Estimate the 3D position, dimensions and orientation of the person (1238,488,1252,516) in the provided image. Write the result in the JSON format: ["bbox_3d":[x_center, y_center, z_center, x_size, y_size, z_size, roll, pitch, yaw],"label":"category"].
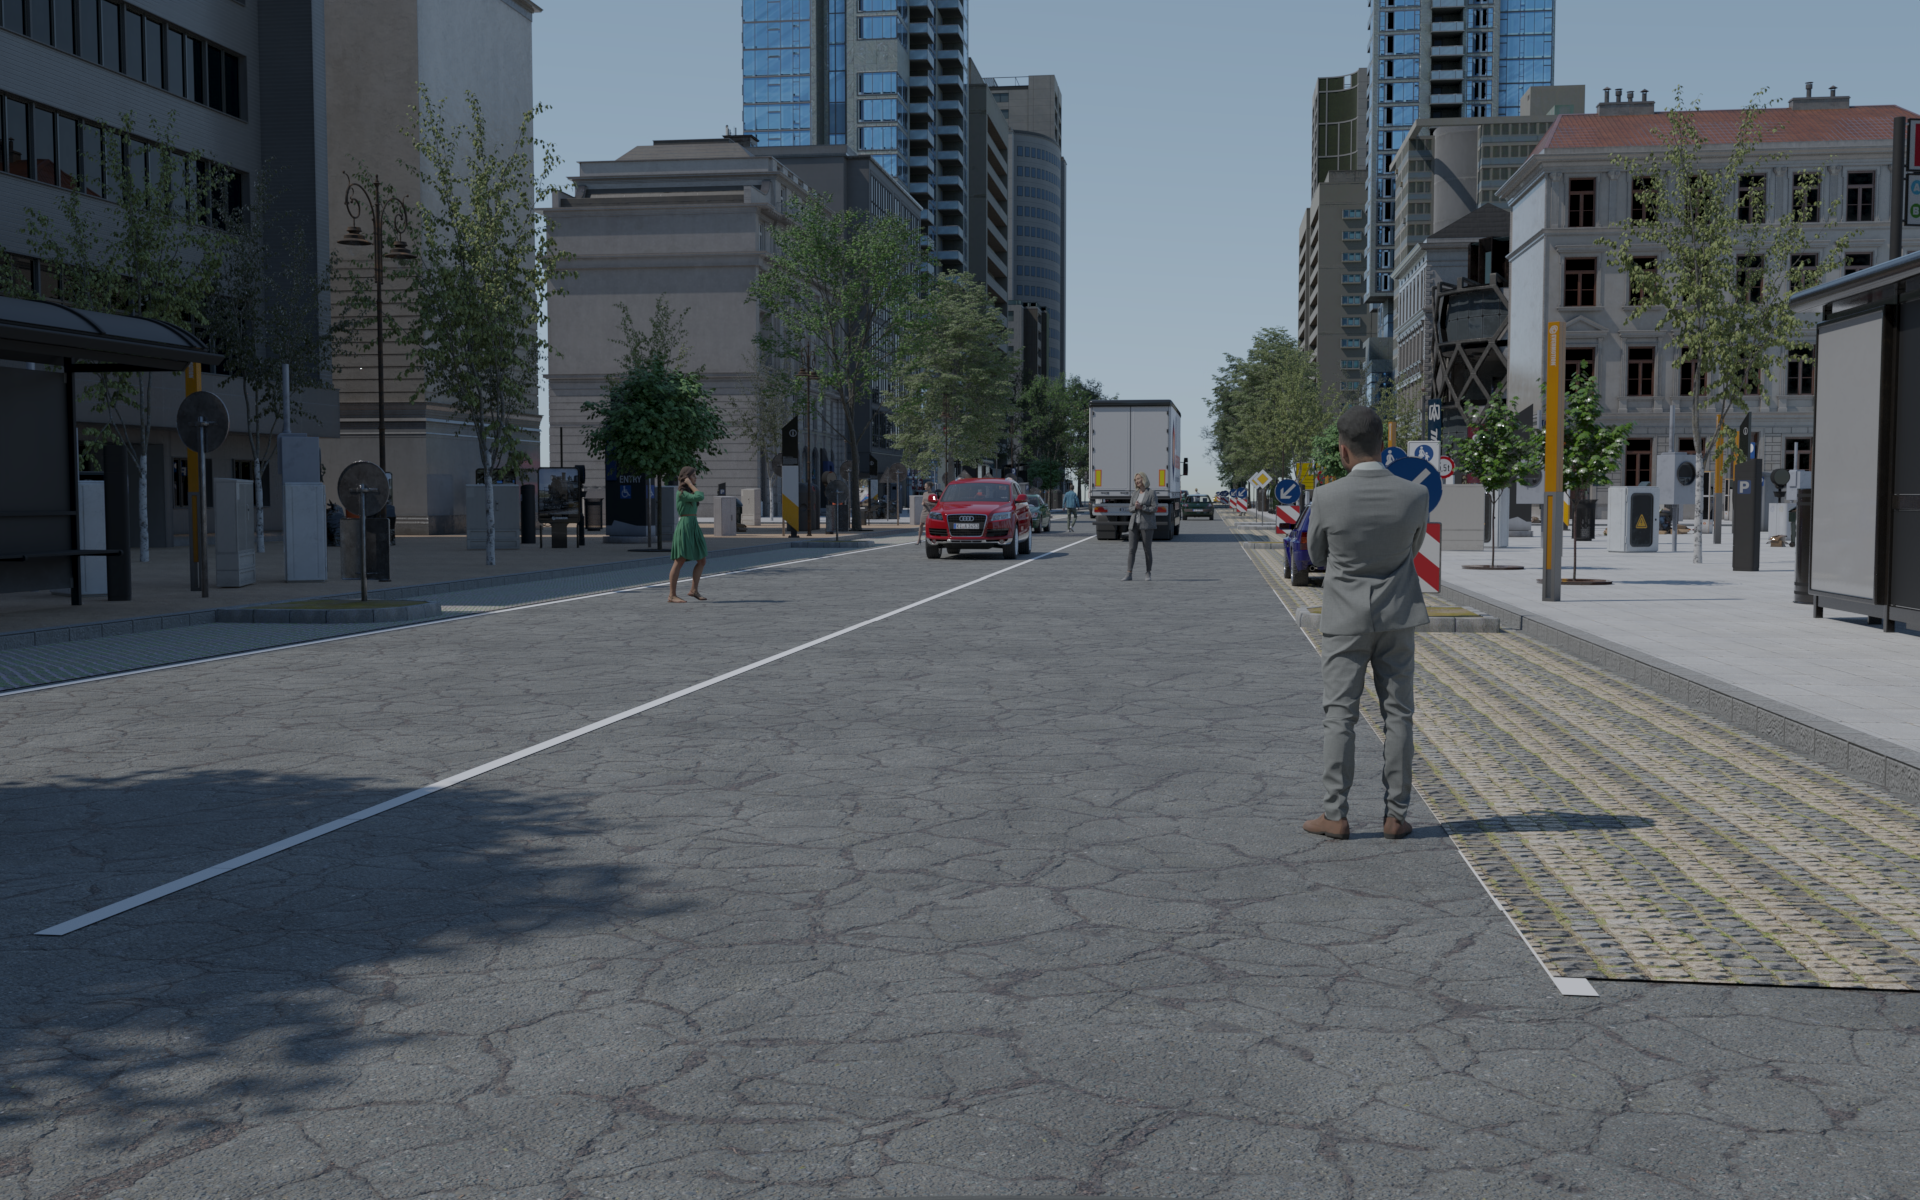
[{"bbox_3d":[17.585,-5.996,106.647,0.853,1.813,0.709,0,4,-2],"label":"person"}]

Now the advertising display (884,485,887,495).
[{"bbox_3d":[-5.197,-7.051,120.501,0.123,1.923,0.974,0,4,-6],"label":"advertising display"}]

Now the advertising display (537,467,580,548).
[{"bbox_3d":[-9.512,-2.193,41.069,0.974,1.923,0.123,-1,4,-14],"label":"advertising display"}]

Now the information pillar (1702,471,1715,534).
[{"bbox_3d":[24.072,-3.139,55.808,0.304,2.012,0.304,-3,5,-43],"label":"information pillar"}]

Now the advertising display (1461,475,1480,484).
[{"bbox_3d":[16.749,-3.155,56.806,0.123,1.923,0.974,-1,4,-16],"label":"advertising display"}]

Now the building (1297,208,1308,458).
[{"bbox_3d":[65.015,-39.838,275.055,21.300,48.544,21.600,0,4,8],"label":"building"}]

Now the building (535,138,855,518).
[{"bbox_3d":[-15.144,-16.114,105.260,13.314,21.916,24.055,0,4,8],"label":"building"}]

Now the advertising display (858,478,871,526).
[{"bbox_3d":[-3.960,-4.010,70.784,0.123,1.923,0.974,-3,4,-37],"label":"advertising display"}]

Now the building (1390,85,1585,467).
[{"bbox_3d":[55.667,-29.208,169.427,32.217,40.220,23.993,0,4,8],"label":"building"}]

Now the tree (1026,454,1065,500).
[{"bbox_3d":[6.743,-9.422,137.756,4.285,4.588,4.351,0,3,0],"label":"tree"}]

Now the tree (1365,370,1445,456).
[{"bbox_3d":[26.781,-9.379,103.706,4.737,8.622,4.395,0,3,0],"label":"tree"}]

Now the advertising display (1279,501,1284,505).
[{"bbox_3d":[16.645,-5.190,90.066,0.123,1.923,0.974,1,4,9],"label":"advertising display"}]

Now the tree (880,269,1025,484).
[{"bbox_3d":[-0.091,-10.367,87.622,7.486,12.596,7.792,0,3,0],"label":"tree"}]

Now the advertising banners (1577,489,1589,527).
[{"bbox_3d":[22.985,-4.154,64.109,0.090,3.025,2.074,2,4,34],"label":"advertising banners"}]

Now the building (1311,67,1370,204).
[{"bbox_3d":[68.420,-52.425,295.392,20.563,71.187,20.611,0,4,8],"label":"building"}]

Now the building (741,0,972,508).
[{"bbox_3d":[-9.914,-52.477,170.671,22.319,86.520,31.000,0,4,8],"label":"building"}]

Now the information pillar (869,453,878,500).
[{"bbox_3d":[-4.997,-6.634,99.819,0.504,3.616,0.183,0,4,5],"label":"information pillar"}]

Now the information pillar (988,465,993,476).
[{"bbox_3d":[2.318,-8.765,134.655,0.504,3.616,0.183,3,4,38],"label":"information pillar"}]

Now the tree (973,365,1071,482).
[{"bbox_3d":[4.168,-11.463,121.840,8.767,10.594,7.601,2,4,30],"label":"tree"}]

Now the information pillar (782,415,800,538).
[{"bbox_3d":[-4.972,-3.641,50.877,0.504,3.616,0.183,0,4,-6],"label":"information pillar"}]

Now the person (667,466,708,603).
[{"bbox_3d":[-3.609,-0.866,22.903,0.529,1.795,0.600,0,4,-5],"label":"person"}]

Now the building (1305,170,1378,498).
[{"bbox_3d":[62.521,-38.524,253.571,21.300,48.544,21.600,0,4,8],"label":"building"}]

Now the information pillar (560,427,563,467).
[{"bbox_3d":[-13.934,-4.237,60.627,0.183,3.616,0.504,-1,4,-12],"label":"information pillar"}]

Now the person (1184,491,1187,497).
[{"bbox_3d":[22.157,-9.885,170.671,0.434,1.755,0.990,-1,4,-14],"label":"person"}]

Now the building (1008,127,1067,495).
[{"bbox_3d":[5.405,-44.999,277.728,21.231,58.520,28.212,0,4,8],"label":"building"}]

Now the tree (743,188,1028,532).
[{"bbox_3d":[-3.712,-8.188,59.621,9.928,11.665,9.643,0,3,0],"label":"tree"}]

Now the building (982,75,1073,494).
[{"bbox_3d":[9.239,-52.793,301.409,20.563,71.187,20.611,0,4,8],"label":"building"}]

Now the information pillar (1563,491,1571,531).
[{"bbox_3d":[21.141,-4.235,60.594,0.183,3.616,0.504,-2,4,-33],"label":"information pillar"}]

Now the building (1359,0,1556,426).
[{"bbox_3d":[54.842,-54.017,195.846,22.319,86.520,31.000,0,4,8],"label":"building"}]

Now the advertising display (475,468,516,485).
[{"bbox_3d":[-11.551,-2.319,43.130,0.974,1.923,0.123,-1,4,-20],"label":"advertising display"}]

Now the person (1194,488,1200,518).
[{"bbox_3d":[14.441,-5.921,105.526,0.478,1.798,0.641,0,4,-7],"label":"person"}]

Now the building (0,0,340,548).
[{"bbox_3d":[-25.831,-13.104,33.320,14.314,24.678,30.058,0,4,8],"label":"building"}]

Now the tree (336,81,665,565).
[{"bbox_3d":[-8.611,-4.922,30.841,4.737,8.622,4.395,0,3,0],"label":"tree"}]

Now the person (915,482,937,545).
[{"bbox_3d":[-0.946,-2.426,48.504,0.599,1.781,0.374,2,4,34],"label":"person"}]

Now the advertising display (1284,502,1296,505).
[{"bbox_3d":[17.439,-5.270,91.375,0.974,1.923,0.123,-2,4,-28],"label":"advertising display"}]

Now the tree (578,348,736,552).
[{"bbox_3d":[-6.687,-3.372,38.846,4.285,4.588,4.351,0,3,0],"label":"tree"}]

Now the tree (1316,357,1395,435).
[{"bbox_3d":[21.030,-8.697,92.563,4.360,8.622,3.978,0,3,0],"label":"tree"}]

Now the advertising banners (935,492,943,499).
[{"bbox_3d":[-1.920,-7.073,111.826,2.074,3.025,0.090,-2,4,-25],"label":"advertising banners"}]

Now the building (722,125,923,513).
[{"bbox_3d":[-11.560,-20.507,128.803,14.314,27.812,24.014,0,4,8],"label":"building"}]

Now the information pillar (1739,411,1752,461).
[{"bbox_3d":[22.314,-3.542,49.268,0.183,3.616,0.504,0,4,-6],"label":"information pillar"}]

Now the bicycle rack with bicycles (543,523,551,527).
[{"bbox_3d":[-17.234,-3.375,68.556,2.925,0.926,2.852,1,4,21],"label":"bicycle rack with bicycles"}]

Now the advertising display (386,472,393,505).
[{"bbox_3d":[-16.724,-2.719,49.664,0.123,1.923,0.974,3,5,42],"label":"advertising display"}]

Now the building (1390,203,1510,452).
[{"bbox_3d":[41.215,-18.997,139.483,11.050,23.489,19.941,0,4,8],"label":"building"}]

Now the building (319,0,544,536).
[{"bbox_3d":[-24.559,-12.812,58.622,18.267,20.994,9.793,0,4,8],"label":"building"}]

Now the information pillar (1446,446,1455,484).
[{"bbox_3d":[21.690,-5.214,76.605,0.183,3.616,0.504,-2,4,-24],"label":"information pillar"}]

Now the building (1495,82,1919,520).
[{"bbox_3d":[39.690,-15.555,90.477,21.152,22.565,11.583,0,4,8],"label":"building"}]

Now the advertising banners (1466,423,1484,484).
[{"bbox_3d":[12.096,-2.876,43.204,2.074,3.025,0.090,1,4,19],"label":"advertising banners"}]

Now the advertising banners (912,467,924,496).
[{"bbox_3d":[-2.567,-6.606,104.189,0.090,3.025,2.074,1,4,20],"label":"advertising banners"}]

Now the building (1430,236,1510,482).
[{"bbox_3d":[41.468,-15.512,121.068,16.820,18.784,16.811,0,4,8],"label":"building"}]

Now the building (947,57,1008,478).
[{"bbox_3d":[-6.257,-35.115,197.826,21.300,48.544,21.600,0,4,8],"label":"building"}]

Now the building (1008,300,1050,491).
[{"bbox_3d":[5.661,-29.695,257.219,14.160,30.474,14.107,0,4,8],"label":"building"}]

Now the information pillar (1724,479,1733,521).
[{"bbox_3d":[37.208,-4.849,83.777,0.304,2.012,0.304,-1,4,-14],"label":"information pillar"}]
